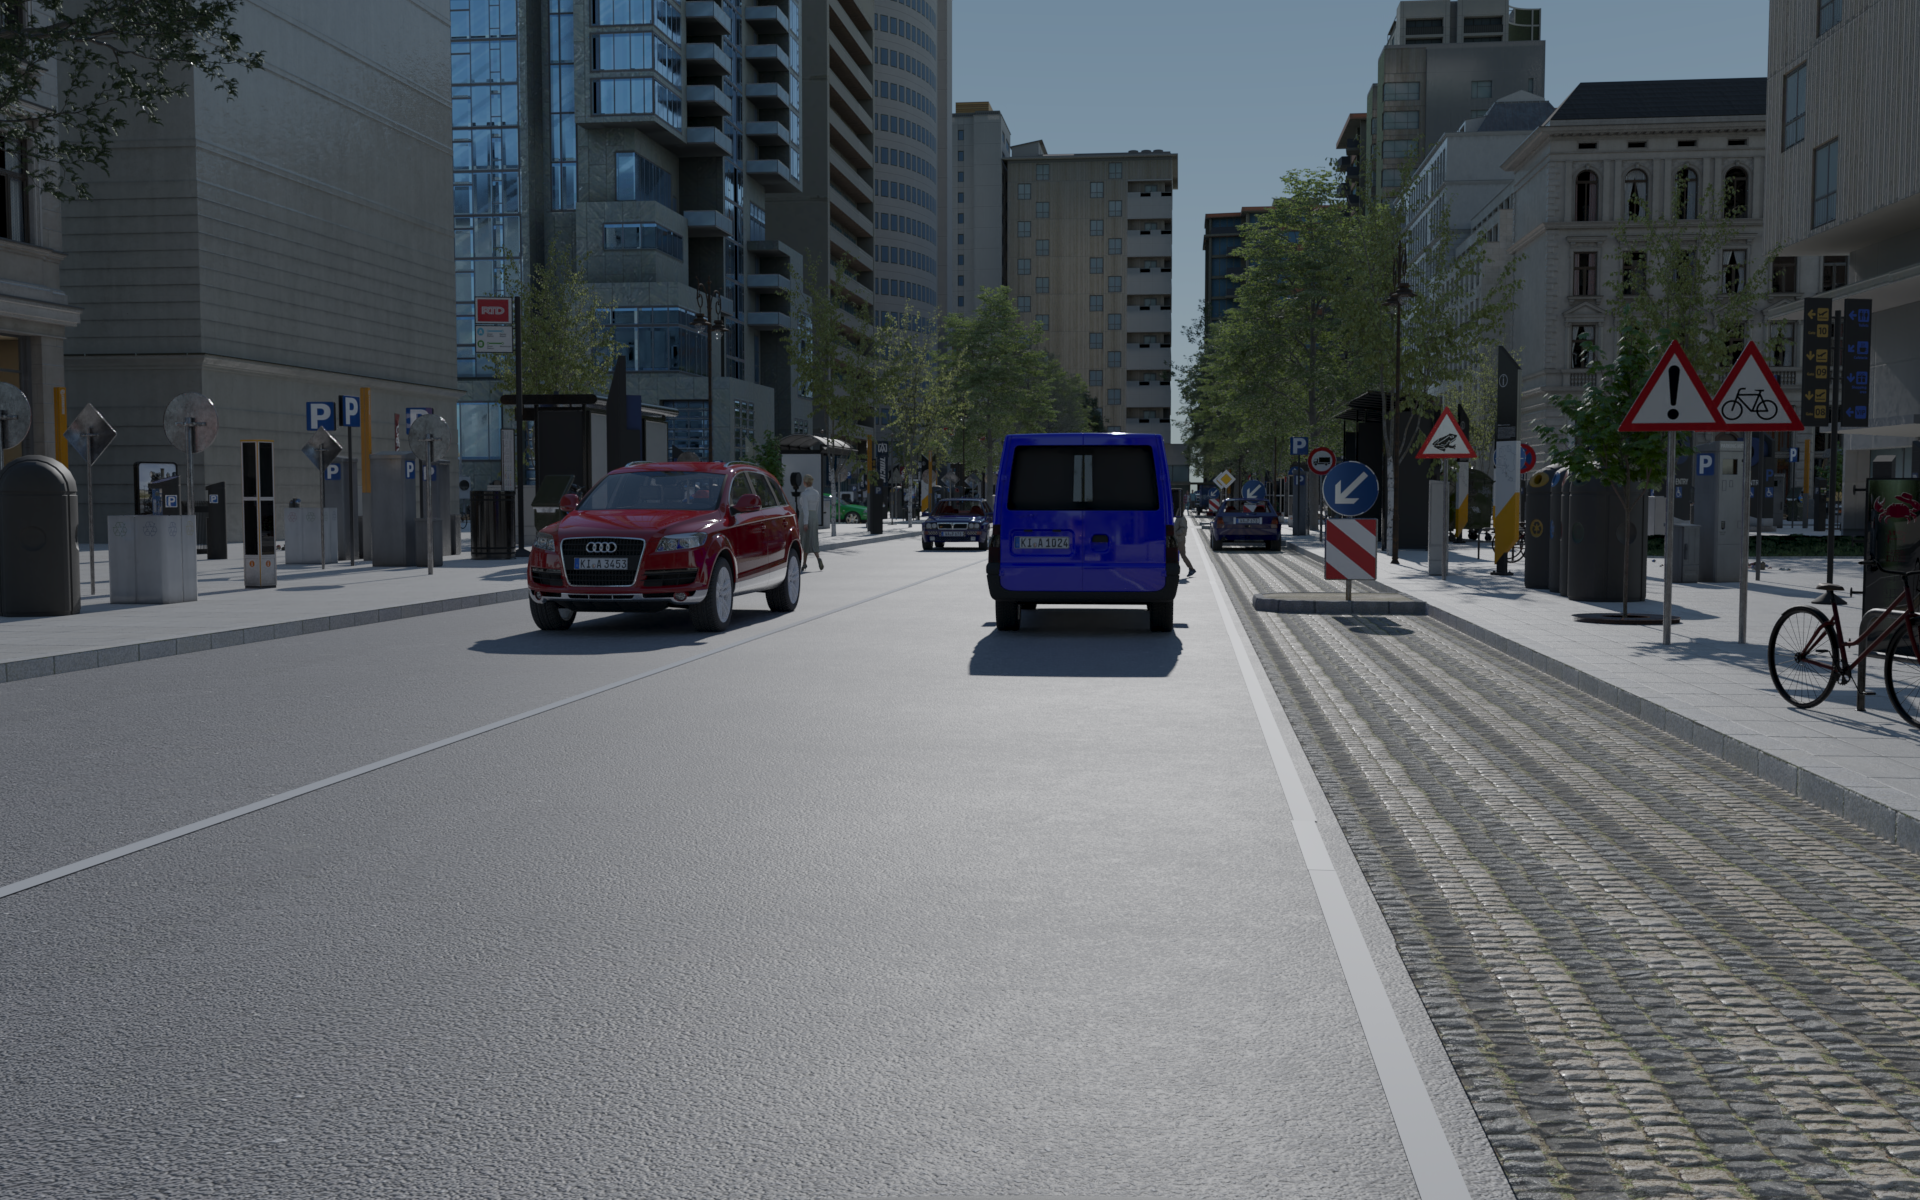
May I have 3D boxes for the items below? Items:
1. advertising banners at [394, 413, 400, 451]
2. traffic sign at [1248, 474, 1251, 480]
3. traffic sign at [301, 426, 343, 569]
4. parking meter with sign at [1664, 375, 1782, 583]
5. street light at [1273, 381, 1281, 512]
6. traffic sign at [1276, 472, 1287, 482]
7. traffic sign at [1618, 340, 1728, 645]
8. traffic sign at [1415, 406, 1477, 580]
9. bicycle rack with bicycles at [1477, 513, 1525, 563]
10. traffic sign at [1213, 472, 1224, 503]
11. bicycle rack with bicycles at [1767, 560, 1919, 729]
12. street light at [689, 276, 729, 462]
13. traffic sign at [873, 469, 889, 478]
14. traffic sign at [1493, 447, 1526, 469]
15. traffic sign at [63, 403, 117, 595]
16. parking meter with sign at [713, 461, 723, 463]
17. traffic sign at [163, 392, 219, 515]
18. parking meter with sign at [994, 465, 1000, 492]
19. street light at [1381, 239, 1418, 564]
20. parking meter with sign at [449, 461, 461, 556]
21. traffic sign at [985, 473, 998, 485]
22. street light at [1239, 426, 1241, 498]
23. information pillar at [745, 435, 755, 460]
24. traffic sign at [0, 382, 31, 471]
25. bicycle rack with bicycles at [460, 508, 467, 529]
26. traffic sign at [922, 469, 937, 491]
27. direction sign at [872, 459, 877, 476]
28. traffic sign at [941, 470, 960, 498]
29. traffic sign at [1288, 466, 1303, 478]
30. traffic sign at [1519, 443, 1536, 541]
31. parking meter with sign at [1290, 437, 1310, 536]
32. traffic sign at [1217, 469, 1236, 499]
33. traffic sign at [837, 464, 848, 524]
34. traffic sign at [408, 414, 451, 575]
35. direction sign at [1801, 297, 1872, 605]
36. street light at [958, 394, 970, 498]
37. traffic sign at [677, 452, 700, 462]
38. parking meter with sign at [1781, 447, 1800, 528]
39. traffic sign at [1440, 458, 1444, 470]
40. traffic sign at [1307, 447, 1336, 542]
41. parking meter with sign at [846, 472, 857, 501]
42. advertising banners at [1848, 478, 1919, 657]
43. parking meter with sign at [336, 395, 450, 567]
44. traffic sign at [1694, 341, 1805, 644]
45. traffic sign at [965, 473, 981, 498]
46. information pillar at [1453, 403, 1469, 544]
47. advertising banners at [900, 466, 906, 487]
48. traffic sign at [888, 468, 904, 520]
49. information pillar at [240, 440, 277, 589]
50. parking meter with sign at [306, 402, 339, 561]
[{"bbox_3d":[-12.080,-2.483,36.786,0.090,3.025,2.074,0,4,-7],"label":"advertising banners"},{"bbox_3d":[18.217,-6.567,107.480,0.768,2.556,0.104,1,4,14],"label":"traffic sign"},{"bbox_3d":[-10.838,-1.727,29.420,0.795,2.450,0.064,1,4,14],"label":"traffic sign"},{"bbox_3d":[11.074,-1.772,25.240,1.738,3.016,0.543,-2,4,-25],"label":"parking meter with sign"},{"bbox_3d":[12.708,-5.930,69.746,0.468,5.910,1.993,0,4,7],"label":"street light"},{"bbox_3d":[18.814,-6.222,101.830,0.768,2.556,0.104,1,4,12],"label":"traffic sign"},{"bbox_3d":[6.020,-0.898,14.680,0.884,2.594,0.081,1,4,9],"label":"traffic sign"},{"bbox_3d":[7.217,-1.575,25.750,0.884,2.594,0.081,1,4,14],"label":"traffic sign"},{"bbox_3d":[11.326,-1.211,33.182,2.925,0.926,2.852,0,4,-3],"label":"bicycle rack with bicycles"},{"bbox_3d":[11.853,-4.583,78.566,0.795,2.450,0.064,0,4,7],"label":"traffic sign"},{"bbox_3d":[6.190,0.251,9.277,2.852,0.926,2.925,0,4,-5],"label":"bicycle rack with bicycles"},{"bbox_3d":[-5.312,-3.917,36.836,0.468,5.910,1.993,0,4,7],"label":"street light"},{"bbox_3d":[-3.742,-5.013,82.073,0.768,2.556,0.104,1,4,13],"label":"traffic sign"},{"bbox_3d":[13.417,-2.585,42.368,0.768,2.556,0.104,1,4,12],"label":"traffic sign"},{"bbox_3d":[-11.040,-1.272,21.990,0.795,2.450,0.064,1,4,14],"label":"traffic sign"},{"bbox_3d":[-12.912,-5.692,89.318,0.543,3.016,1.738,2,4,25],"label":"parking meter with sign"},{"bbox_3d":[-9.600,-1.315,21.605,0.768,2.556,0.104,1,4,11],"label":"traffic sign"},{"bbox_3d":[2.311,-6.610,104.331,0.543,3.016,1.738,0,4,3],"label":"parking meter with sign"},{"bbox_3d":[7.998,-3.601,31.666,0.468,5.910,1.993,0,4,7],"label":"street light"},{"bbox_3d":[-10.828,-2.418,35.800,0.543,3.016,1.738,0,4,4],"label":"parking meter with sign"},{"bbox_3d":[1.820,-6.195,101.388,0.768,2.556,0.104,0,4,8],"label":"traffic sign"},{"bbox_3d":[18.298,-8.593,113.283,0.468,5.910,1.993,0,4,7],"label":"street light"},{"bbox_3d":[-8.353,-4.742,68.892,0.504,3.616,0.183,3,5,43],"label":"information pillar"},{"bbox_3d":[-10.891,-1.196,19.660,0.768,2.556,0.104,1,4,9],"label":"traffic sign"},{"bbox_3d":[-19.851,-3.089,63.888,2.852,0.926,2.925,-3,5,-40],"label":"bicycle rack with bicycles"},{"bbox_3d":[-1.585,-5.416,88.657,0.768,2.556,0.104,1,4,12],"label":"traffic sign"},{"bbox_3d":[-5.286,-7.274,110.933,0.876,3.537,0.379,0,4,-6],"label":"direction sign"},{"bbox_3d":[-0.402,-4.186,72.084,0.795,2.450,0.064,0,4,7],"label":"traffic sign"},{"bbox_3d":[15.497,-4.879,79.884,0.768,2.556,0.104,1,4,16],"label":"traffic sign"},{"bbox_3d":[14.043,-2.652,43.468,0.768,2.556,0.104,0,4,8],"label":"traffic sign"},{"bbox_3d":[10.576,-3.510,53.644,0.543,3.016,1.738,1,4,17],"label":"parking meter with sign"},{"bbox_3d":[10.850,-4.098,70.644,0.795,2.450,0.064,0,4,7],"label":"traffic sign"},{"bbox_3d":[-5.136,-4.496,73.614,0.768,2.556,0.104,1,4,13],"label":"traffic sign"},{"bbox_3d":[-8.435,-1.676,27.514,0.768,2.556,0.104,1,4,16],"label":"traffic sign"},{"bbox_3d":[10.148,-1.720,20.114,0.876,3.537,0.379,-1,4,-12],"label":"direction sign"},{"bbox_3d":[0.173,-6.572,80.233,0.468,5.910,1.993,0,4,7],"label":"street light"},{"bbox_3d":[-8.145,-3.169,51.911,0.768,2.556,0.104,1,4,11],"label":"traffic sign"},{"bbox_3d":[30.434,-4.198,64.903,1.738,3.016,0.543,0,4,-3],"label":"parking meter with sign"},{"bbox_3d":[14.327,-3.195,52.339,0.768,2.556,0.104,1,4,12],"label":"traffic sign"},{"bbox_3d":[9.749,-2.850,46.700,0.768,2.556,0.104,1,4,15],"label":"traffic sign"},{"bbox_3d":[-8.283,-8.373,133.161,0.543,3.016,1.738,-2,4,-28],"label":"parking meter with sign"},{"bbox_3d":[8.001,-1.044,13.258,2.074,3.025,0.090,3,4,37],"label":"advertising banners"},{"bbox_3d":[-10.020,-2.101,30.610,1.738,3.016,0.543,1,4,12],"label":"parking meter with sign"},{"bbox_3d":[6.712,-0.904,14.788,0.884,2.594,0.081,1,4,10],"label":"traffic sign"},{"bbox_3d":[0.601,-4.671,80.006,0.795,2.450,0.064,0,4,7],"label":"traffic sign"},{"bbox_3d":[13.043,-3.280,44.985,0.504,3.616,0.183,-3,5,-44],"label":"information pillar"},{"bbox_3d":[-4.266,-6.955,109.905,2.074,3.025,0.090,2,4,26],"label":"advertising banners"},{"bbox_3d":[-3.156,-5.246,85.773,0.884,2.594,0.081,1,4,13],"label":"traffic sign"},{"bbox_3d":[-9.534,-1.166,23.551,0.304,2.012,0.304,1,4,23],"label":"information pillar"},{"bbox_3d":[-11.991,-2.284,33.606,0.543,3.016,1.738,0,4,5],"label":"parking meter with sign"}]
